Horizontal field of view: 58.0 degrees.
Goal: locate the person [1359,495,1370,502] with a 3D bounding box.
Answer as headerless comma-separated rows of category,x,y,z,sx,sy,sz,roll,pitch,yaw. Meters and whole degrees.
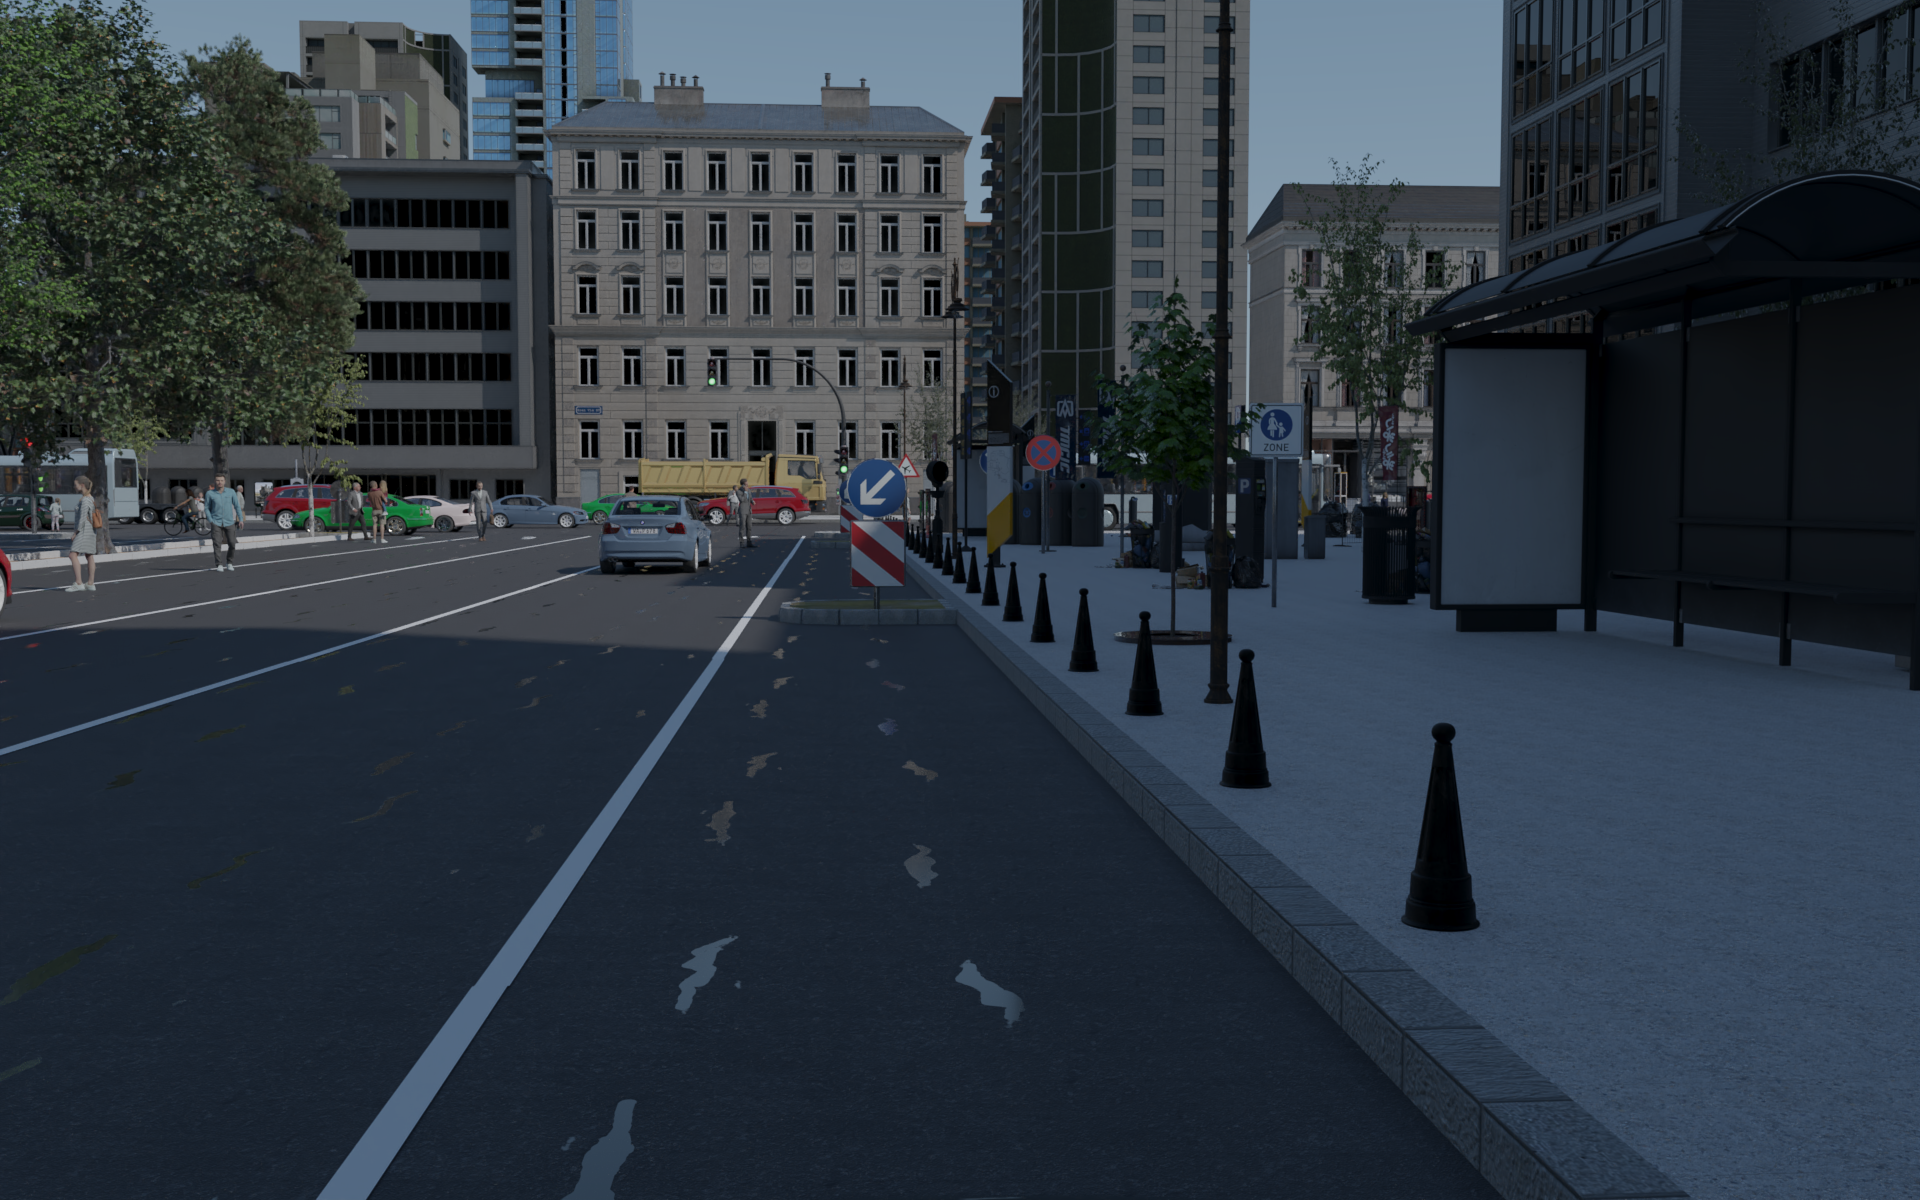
person,17.046,-3.896,72.900,0.504,1.737,0.576,0,4,0

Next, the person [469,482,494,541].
person,-14.556,-2.693,52.651,0.709,1.813,0.853,-2,4,-31

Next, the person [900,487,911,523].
person,-1.999,-3.335,64.039,0.522,1.701,0.512,-1,4,-8

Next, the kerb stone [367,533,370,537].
kerb stone,-19.576,-2.123,56.911,0.120,0.150,1.000,0,4,-4

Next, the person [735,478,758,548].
person,-5.655,-2.313,46.123,0.447,1.846,0.655,2,4,33

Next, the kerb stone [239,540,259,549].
kerb stone,-18.747,-1.428,45.598,0.120,0.150,1.000,0,4,-4

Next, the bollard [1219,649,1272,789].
bollard,1.259,0.515,7.624,0.229,0.601,0.229,0,3,0

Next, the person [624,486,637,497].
person,-12.634,-3.534,66.807,0.617,1.759,0.750,1,4,10

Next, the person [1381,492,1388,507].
person,18.902,-4.051,77.281,0.480,1.512,0.613,-2,4,-30

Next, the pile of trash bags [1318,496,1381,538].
pile of trash bags,11.730,-2.783,55.252,3.447,1.369,1.912,1,4,12

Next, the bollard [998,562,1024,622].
bollard,0.536,-0.088,17.479,0.229,0.601,0.229,0,3,0

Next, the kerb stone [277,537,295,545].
kerb stone,-18.975,-1.619,48.694,0.120,0.150,1.000,0,4,-4

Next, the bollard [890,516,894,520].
bollard,-1.815,-2.046,49.501,0.229,0.601,0.229,0,3,0

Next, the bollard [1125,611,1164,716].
bollard,1.076,0.364,10.090,0.229,0.601,0.229,0,3,0

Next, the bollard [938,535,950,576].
bollard,-0.188,-0.691,27.340,0.229,0.601,0.229,0,3,0

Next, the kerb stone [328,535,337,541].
kerb stone,-19.271,-1.872,52.808,0.120,0.150,1.000,0,4,-4

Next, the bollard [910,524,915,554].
bollard,-0.904,-1.292,37.173,0.229,0.601,0.229,0,3,0

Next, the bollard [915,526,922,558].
bollard,-0.724,-1.142,34.716,0.229,0.601,0.229,0,3,0

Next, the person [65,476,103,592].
person,-12.982,-0.990,25.682,0.522,1.701,0.512,-1,4,-21

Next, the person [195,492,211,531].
person,-29.768,-3.480,67.995,0.523,1.515,0.503,0,4,4

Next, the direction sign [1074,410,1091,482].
direction sign,3.092,-3.340,46.613,0.876,3.537,0.379,1,4,23

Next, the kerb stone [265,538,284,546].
kerb stone,-18.903,-1.557,47.670,0.120,0.150,1.000,0,4,-4

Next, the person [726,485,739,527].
person,-10.014,-4.148,76.428,0.850,1.850,0.679,3,4,38

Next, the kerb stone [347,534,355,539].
kerb stone,-19.429,-1.998,54.861,0.120,0.150,1.000,0,4,-4

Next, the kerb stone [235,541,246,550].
kerb stone,-18.677,-1.369,44.571,0.120,0.150,1.000,0,4,-4

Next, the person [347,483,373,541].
person,-18.474,-2.710,53.206,0.834,1.777,0.661,1,4,17

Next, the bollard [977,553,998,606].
bollard,0.354,-0.238,19.939,0.229,0.601,0.229,0,3,0

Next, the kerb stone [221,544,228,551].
kerb stone,-18.605,-1.306,43.548,0.120,0.150,1.000,0,4,-4

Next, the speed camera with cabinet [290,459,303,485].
speed camera with cabinet,-38.470,-6.375,98.567,2.038,3.252,0.660,-2,4,-25

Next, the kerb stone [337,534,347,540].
kerb stone,-19.349,-1.935,53.838,0.120,0.150,1.000,0,4,-4

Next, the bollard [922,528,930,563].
bollard,-0.549,-0.992,32.257,0.229,0.601,0.229,0,3,0

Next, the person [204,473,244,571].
person,-13.748,-1.456,32.330,0.660,1.820,0.620,-2,4,-33

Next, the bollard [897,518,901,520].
bollard,-1.454,-1.745,44.576,0.229,0.601,0.229,0,3,0

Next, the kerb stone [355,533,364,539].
kerb stone,-19.495,-2.061,55.888,0.120,0.150,1.000,0,4,-4

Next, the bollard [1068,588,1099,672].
bollard,0.897,0.213,12.556,0.229,0.601,0.229,0,3,0

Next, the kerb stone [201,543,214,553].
kerb stone,-18.525,-1.243,42.525,0.120,0.150,1.000,0,4,-4

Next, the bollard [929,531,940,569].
bollard,-0.369,-0.841,29.797,0.229,0.601,0.229,0,3,0

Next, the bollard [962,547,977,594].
bollard,0.176,-0.390,22.416,0.229,0.601,0.229,0,3,0

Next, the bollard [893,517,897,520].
bollard,-1.631,-1.896,47.034,0.229,0.601,0.229,0,3,0

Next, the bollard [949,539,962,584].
bollard,-0.006,-0.540,24.875,0.229,0.601,0.229,0,3,0

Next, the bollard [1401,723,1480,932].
bollard,1.438,0.665,5.166,0.229,0.601,0.229,0,3,0

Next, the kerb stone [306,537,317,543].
kerb stone,-19.134,-1.746,50.750,0.120,0.150,1.000,0,4,-4

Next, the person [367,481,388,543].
person,-17.094,-2.601,51.006,0.580,1.828,0.573,-3,5,-44

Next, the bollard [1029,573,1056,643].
bollard,0.717,0.063,15.020,0.229,0.601,0.229,0,3,0

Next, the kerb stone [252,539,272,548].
kerb stone,-18.823,-1.489,46.633,0.120,0.150,1.000,0,4,-4

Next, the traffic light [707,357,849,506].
traffic light,-6.002,-5.085,57.801,4.771,5.953,1.251,0,4,-4

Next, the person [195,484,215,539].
person,-23.547,-2.768,54.294,0.750,1.759,0.617,-2,4,-35

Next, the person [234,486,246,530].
person,-28.695,-3.664,68.892,0.515,1.767,0.782,-1,4,-21

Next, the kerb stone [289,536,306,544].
kerb stone,-19.052,-1.684,49.727,0.120,0.150,1.000,0,4,-4

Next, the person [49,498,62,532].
person,-33.205,-3.104,63.534,0.394,1.301,0.425,2,4,25

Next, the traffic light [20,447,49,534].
traffic light,-30.063,-4.113,56.170,0.839,4.253,0.868,0,4,-4

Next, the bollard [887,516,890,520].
bollard,-1.990,-2.197,51.960,0.229,0.601,0.229,0,3,0

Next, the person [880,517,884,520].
person,-3.928,-4.682,85.235,0.473,1.802,0.592,1,4,19

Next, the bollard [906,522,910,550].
bollard,-1.088,-1.443,39.631,0.229,0.601,0.229,0,3,0

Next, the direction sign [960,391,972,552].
direction sign,0.134,-2.848,38.565,0.379,3.537,0.876,-1,4,-15

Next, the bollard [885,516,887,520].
bollard,-2.172,-2.348,54.423,0.229,0.601,0.229,0,3,0

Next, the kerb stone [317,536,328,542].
kerb stone,-19.196,-1.810,51.785,0.120,0.150,1.000,0,4,-4
